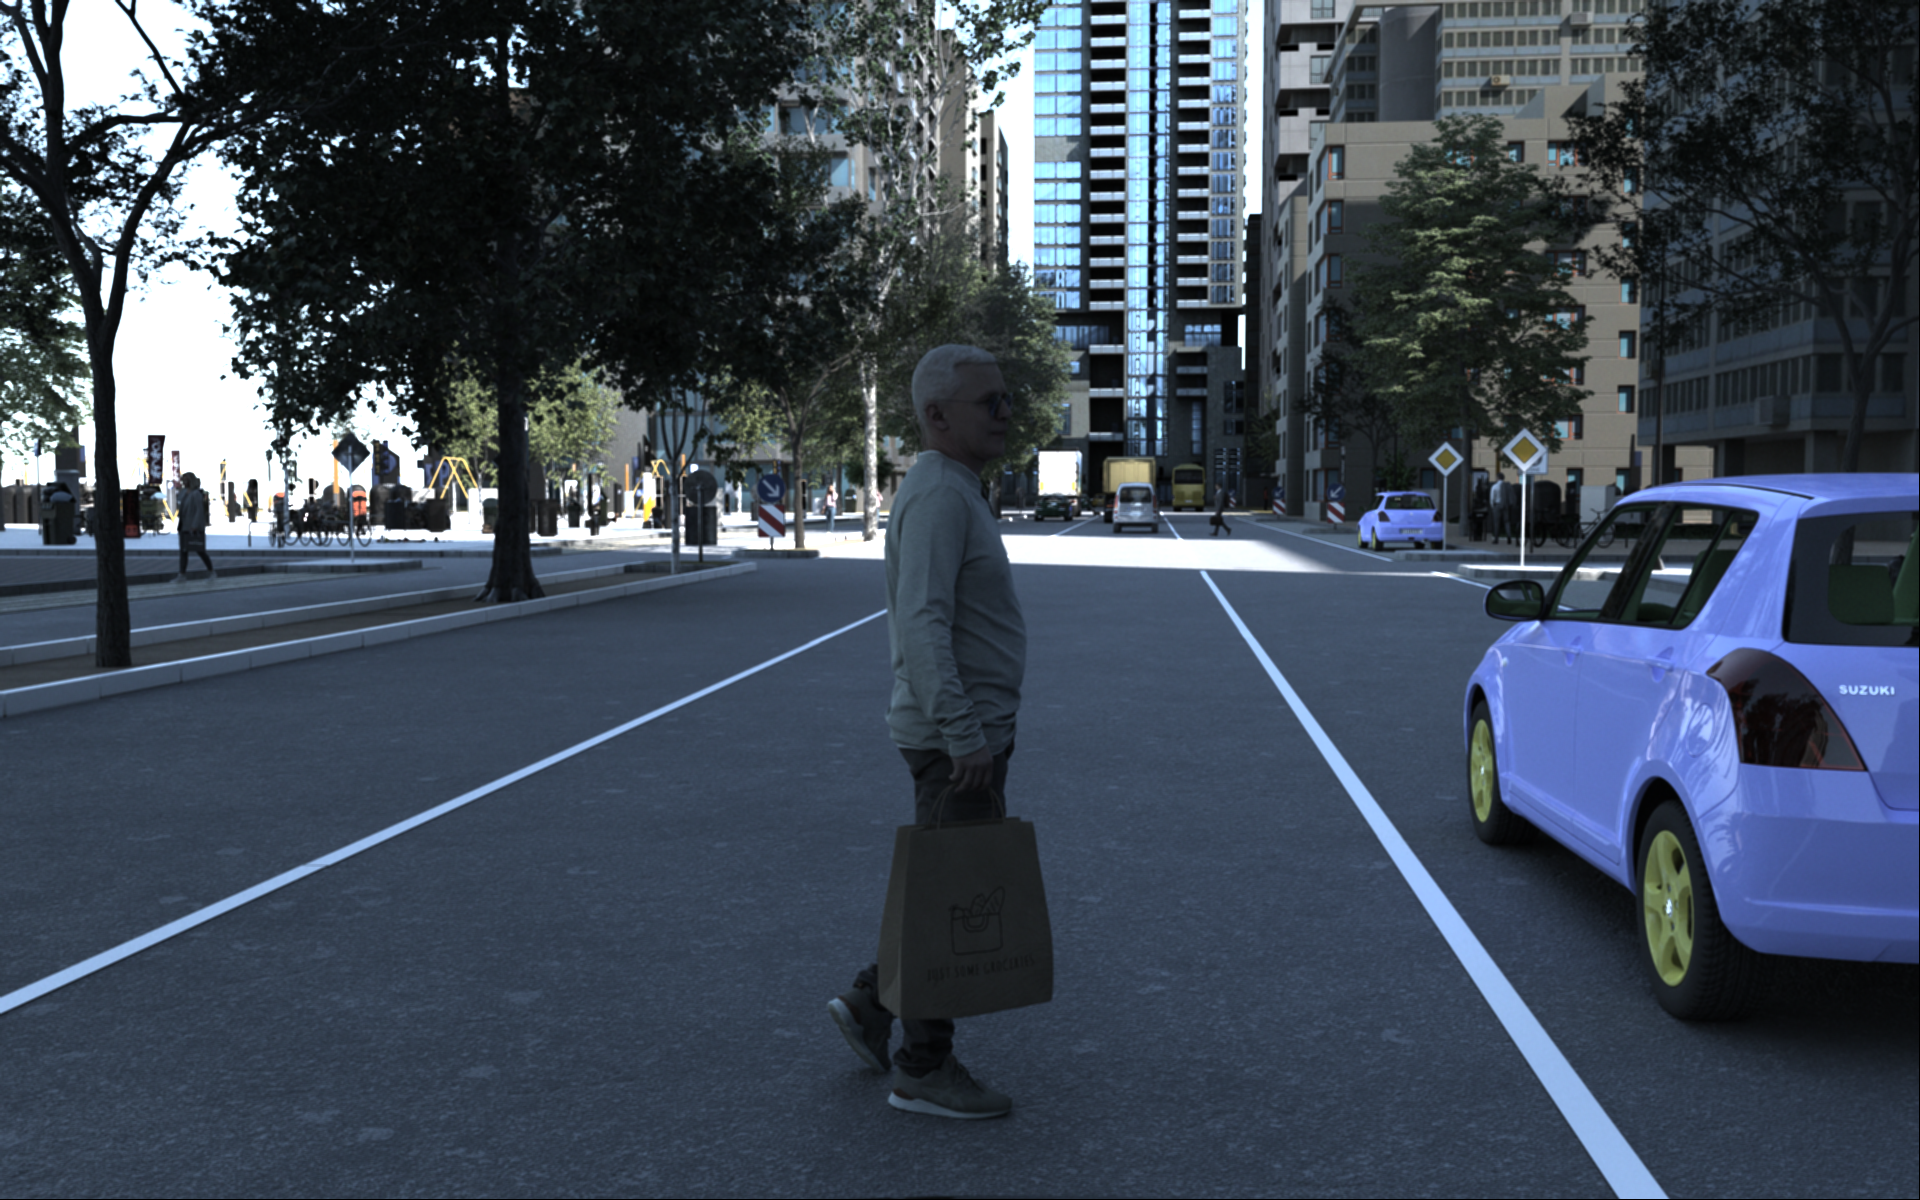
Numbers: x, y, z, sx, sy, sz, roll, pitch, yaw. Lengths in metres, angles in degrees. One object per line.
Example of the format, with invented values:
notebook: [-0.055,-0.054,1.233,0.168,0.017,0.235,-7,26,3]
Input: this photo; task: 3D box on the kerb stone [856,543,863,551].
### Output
kerb stone: [-2.654,-1.320,43.783,0.120,0.150,1.000,0,4,6]

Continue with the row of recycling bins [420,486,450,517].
row of recycling bins: [-29.369,-5.296,93.700,3.534,1.692,1.069,-3,5,-42]

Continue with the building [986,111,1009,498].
building: [-5.402,-35.922,211.021,21.600,48.544,21.300,0,4,6]

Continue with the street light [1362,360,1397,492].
street light: [14.385,-5.313,59.409,1.470,5.913,1.316,0,4,6]

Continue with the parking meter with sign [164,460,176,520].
parking meter with sign: [-39.709,-5.555,87.089,0.543,3.016,1.738,-2,4,-34]

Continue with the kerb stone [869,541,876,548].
kerb stone: [-2.432,-1.446,45.831,0.120,0.150,1.000,0,4,6]

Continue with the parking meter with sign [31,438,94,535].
parking meter with sign: [-28.319,-3.589,54.941,1.738,3.016,0.543,-3,5,-41]

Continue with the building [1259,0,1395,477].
building: [41.530,-34.675,156.167,28.713,52.752,27.495,0,4,6]

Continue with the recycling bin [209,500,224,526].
recycling bin: [-29.873,-3.463,69.172,0.722,1.027,0.722,0,4,-6]

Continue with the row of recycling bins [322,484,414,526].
row of recycling bins: [-23.915,-3.848,70.029,3.534,1.692,1.069,-3,4,-37]

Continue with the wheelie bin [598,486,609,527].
wheelie bin: [-14.225,-3.702,68.431,0.693,1.594,0.980,0,4,-5]

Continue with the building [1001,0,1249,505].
building: [20.795,-54.657,206.307,31.000,86.520,22.319,0,4,6]

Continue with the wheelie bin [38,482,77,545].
wheelie bin: [-22.772,-2.190,43.707,0.980,1.594,0.693,1,4,21]

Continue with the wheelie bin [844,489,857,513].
wheelie bin: [-7.326,-6.602,115.858,0.980,1.594,0.693,1,4,22]

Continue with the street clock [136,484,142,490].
street clock: [-56.939,-7.077,120.273,0.471,2.002,0.358,-2,4,-23]

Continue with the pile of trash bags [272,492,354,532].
pile of trash bags: [-22.613,-3.031,59.307,3.447,1.369,1.912,3,5,43]

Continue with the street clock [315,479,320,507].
street clock: [-31.789,-4.936,85.266,0.471,2.002,0.358,1,4,10]

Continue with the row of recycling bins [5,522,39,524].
row of recycling bins: [-39.284,-4.074,73.722,3.534,1.692,1.069,1,4,18]

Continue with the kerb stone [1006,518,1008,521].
kerb stone: [2.216,-4.064,88.654,0.120,0.150,1.000,0,4,6]

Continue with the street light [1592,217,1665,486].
street light: [11.179,-3.456,29.051,1.470,5.913,1.316,0,4,6]

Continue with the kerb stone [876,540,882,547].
kerb stone: [-2.323,-1.508,46.848,0.120,0.150,1.000,0,4,6]

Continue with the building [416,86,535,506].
building: [-49.710,-32.912,188.225,14.200,45.320,14.600,0,4,6]

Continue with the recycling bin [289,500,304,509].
recycling bin: [-30.064,-4.022,78.317,0.722,1.027,0.722,-2,4,-27]

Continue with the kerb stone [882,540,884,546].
kerb stone: [-2.213,-1.570,47.866,0.120,0.150,1.000,0,4,6]

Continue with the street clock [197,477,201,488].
street clock: [-32.855,-4.287,74.663,0.358,2.002,0.471,-2,4,-33]

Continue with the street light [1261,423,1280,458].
street light: [20.233,-8.569,112.645,1.470,5.913,1.316,0,4,6]

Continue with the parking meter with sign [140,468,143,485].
parking meter with sign: [-53.114,-7.145,113.079,0.543,3.016,1.738,-2,4,-34]

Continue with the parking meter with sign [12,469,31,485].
parking meter with sign: [-65.636,-7.614,120.752,1.738,3.016,0.543,-1,4,-15]

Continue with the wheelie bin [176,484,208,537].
wheelie bin: [-22.761,-2.657,51.356,0.980,1.594,0.693,2,4,29]

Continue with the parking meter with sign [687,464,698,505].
parking meter with sign: [-16.122,-6.481,102.230,0.543,3.016,1.738,-3,5,-39]

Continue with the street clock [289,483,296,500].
street clock: [-43.541,-6.623,112.848,0.471,2.002,0.358,1,4,21]

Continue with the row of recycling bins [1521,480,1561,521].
row of recycling bins: [18.100,-2.848,53.680,1.069,1.692,3.534,1,4,20]

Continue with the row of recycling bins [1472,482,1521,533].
row of recycling bins: [17.821,-3.145,58.528,1.069,1.692,3.534,0,4,3]

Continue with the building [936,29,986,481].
building: [-9.373,-34.007,179.712,21.600,48.544,21.300,0,4,6]

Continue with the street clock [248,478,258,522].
street clock: [-32.429,-4.583,79.503,0.358,2.002,0.471,0,4,8]

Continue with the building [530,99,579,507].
building: [-31.214,-34.171,182.389,21.600,48.544,21.300,0,4,6]

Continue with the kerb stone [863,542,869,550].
kerb stone: [-2.547,-1.383,44.809,0.120,0.150,1.000,0,4,6]

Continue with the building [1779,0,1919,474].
building: [34.795,-21.915,50.189,23.993,40.220,32.217,0,4,6]

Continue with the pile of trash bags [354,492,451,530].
pile of trash bags: [-20.228,-3.226,62.505,3.447,1.369,1.912,-2,4,-31]

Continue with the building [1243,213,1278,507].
building: [36.423,-24.928,179.276,14.160,30.474,14.107,0,4,6]

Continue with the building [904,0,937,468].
building: [-10.627,-43.941,156.688,20.563,71.187,20.611,0,4,6]

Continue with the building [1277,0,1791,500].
building: [40.875,-26.843,130.760,32.217,40.220,23.993,0,4,6]

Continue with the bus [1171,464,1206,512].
bus: [18.611,-9.141,141.000,2.896,3.916,12.252,0,4,8]

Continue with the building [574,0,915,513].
building: [-15.527,-31.328,131.822,23.786,49.044,30.456,0,4,6]

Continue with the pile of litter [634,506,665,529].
pile of litter: [-11.243,-3.057,63.946,1.719,0.858,1.176,0,4,-5]

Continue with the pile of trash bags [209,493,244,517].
pile of trash bags: [-41.406,-5.385,97.801,1.912,1.369,3.447,-1,4,-11]

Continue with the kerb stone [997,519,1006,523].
kerb stone: [2.103,-4.003,87.638,0.120,0.150,1.000,0,4,6]

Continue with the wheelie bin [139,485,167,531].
wheelie bin: [-28.403,-3.240,60.884,0.980,1.594,0.693,0,4,-5]

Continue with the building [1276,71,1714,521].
building: [32.276,-15.220,93.885,27.650,21.520,28.899,0,4,6]

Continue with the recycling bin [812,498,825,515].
recycling bin: [-8.641,-5.734,106.309,0.722,1.027,0.722,-1,4,-20]

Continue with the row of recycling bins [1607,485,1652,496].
row of recycling bins: [30.014,-4.225,76.188,3.534,1.692,1.069,0,4,0]
